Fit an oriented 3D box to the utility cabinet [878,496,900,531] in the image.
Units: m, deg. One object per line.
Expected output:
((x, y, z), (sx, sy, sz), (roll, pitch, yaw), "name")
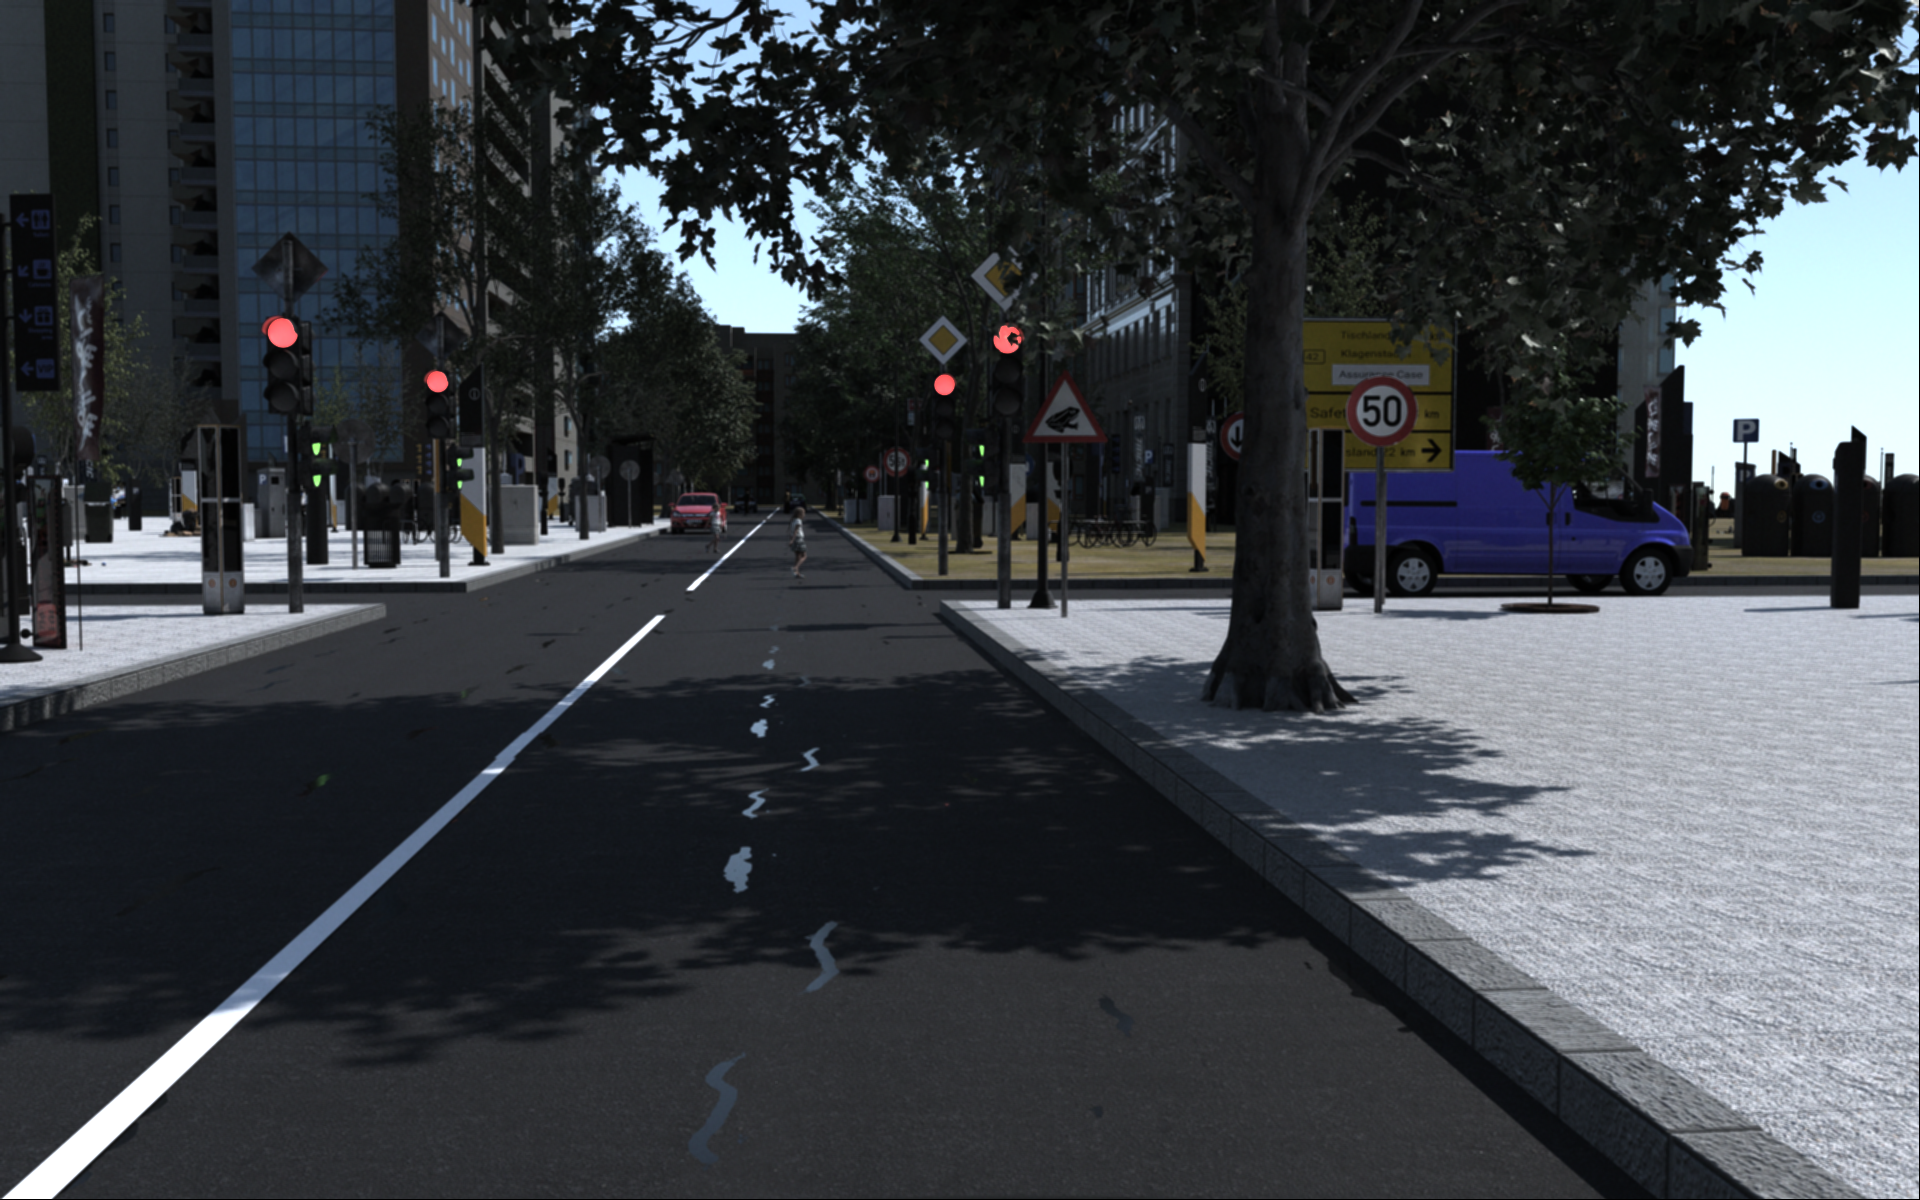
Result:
((-2.518, -3.054, 61.087), (0.306, 1.237, 1.020), (-3, 4, -36), "utility cabinet")

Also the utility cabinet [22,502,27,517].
((-50.933, -5.233, 94.233), (0.318, 1.500, 1.173), (1, 4, 16), "utility cabinet")

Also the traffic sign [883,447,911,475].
((-1.711, -2.870, 47.034), (0.768, 2.556, 0.104), (0, 4, -1), "traffic sign")

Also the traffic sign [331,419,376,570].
((-10.275, -1.788, 29.343), (0.768, 2.556, 0.104), (0, 4, 1), "traffic sign")

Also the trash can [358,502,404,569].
((-10.017, -1.122, 30.005), (0.748, 1.137, 0.748), (0, 3, 0), "trash can")

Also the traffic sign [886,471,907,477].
((-1.908, -3.204, 52.484), (0.768, 2.556, 0.104), (0, 4, 1), "traffic sign")

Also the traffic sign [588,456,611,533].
((-11.948, -3.503, 57.381), (0.768, 2.556, 0.104), (0, 4, 4), "traffic sign")

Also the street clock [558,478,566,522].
((-17.984, -4.505, 78.229), (0.358, 2.002, 0.471), (-1, 4, -21), "street clock")

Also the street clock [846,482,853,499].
((-6.057, -5.552, 95.343), (0.358, 2.002, 0.471), (-3, 5, -39), "street clock")

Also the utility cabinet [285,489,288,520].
((-32.398, -4.570, 83.398), (1.173, 1.500, 0.318), (1, 4, 9), "utility cabinet")

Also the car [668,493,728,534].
((-9.537, -3.318, 63.289), (2.155, 1.783, 4.494), (0, 4, -4), "car")

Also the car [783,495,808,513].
((-12.660, -7.369, 133.068), (1.945, 1.354, 3.894), (0, 4, -4), "car")

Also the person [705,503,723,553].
((-6.001, -1.763, 42.342), (0.382, 1.210, 0.505), (2, 4, 23), "person")

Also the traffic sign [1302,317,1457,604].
((4.601, -1.601, 20.046), (2.265, 3.308, 0.079), (0, 4, -3), "traffic sign")

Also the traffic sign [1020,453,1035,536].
((1.891, -3.230, 52.924), (0.768, 2.556, 0.104), (0, 4, -5), "traffic sign")

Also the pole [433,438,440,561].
((-9.983, -2.405, 33.172), (0.158, 3.312, 0.155), (0, 3, 0), "pole")

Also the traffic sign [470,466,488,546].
((-12.008, -2.597, 42.470), (0.884, 2.594, 0.081), (0, 4, -4), "traffic sign")

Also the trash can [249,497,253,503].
((-33.115, -4.189, 80.145), (0.748, 1.137, 0.748), (0, 3, 0), "trash can")

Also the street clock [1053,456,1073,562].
((1.956, -1.733, 32.911), (0.358, 2.002, 0.471), (2, 4, 26), "street clock")

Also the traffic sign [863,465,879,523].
((-3.901, -4.698, 76.914), (0.768, 2.556, 0.104), (0, 3, 0), "traffic sign")

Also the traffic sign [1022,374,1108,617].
((1.084, -1.097, 17.948), (0.884, 2.594, 0.081), (0, 4, 2), "traffic sign")

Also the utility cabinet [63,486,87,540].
((-24.580, -2.388, 47.720), (1.173, 1.500, 0.318), (-2, 4, -34), "utility cabinet")

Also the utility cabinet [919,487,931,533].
((-1.137, -2.949, 56.894), (0.318, 1.500, 1.173), (0, 4, 3), "utility cabinet")

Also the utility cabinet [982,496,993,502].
((0.568, -2.837, 57.540), (1.020, 1.237, 0.306), (1, 4, 16), "utility cabinet")

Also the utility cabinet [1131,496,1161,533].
((6.112, -2.801, 56.959), (1.020, 1.237, 0.306), (-2, 4, -31), "utility cabinet")

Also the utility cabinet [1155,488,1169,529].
((7.207, -3.357, 63.571), (0.318, 1.500, 1.173), (-2, 4, -27), "utility cabinet")

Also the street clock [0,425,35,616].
((-9.997, -0.839, 18.291), (0.471, 2.002, 0.358), (2, 4, 29), "street clock")

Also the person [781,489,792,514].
((-12.432, -7.090, 124.515), (0.705, 1.812, 1.348), (2, 4, 28), "person")

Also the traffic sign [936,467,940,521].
((-1.032, -5.027, 82.188), (0.884, 2.594, 0.081), (0, 4, 1), "traffic sign")

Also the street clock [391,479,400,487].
((-27.851, -4.954, 85.569), (0.471, 2.002, 0.358), (-2, 4, -29), "street clock")

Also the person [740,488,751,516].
((-14.289, -6.579, 115.698), (0.705, 1.869, 1.348), (-3, 4, -36), "person")

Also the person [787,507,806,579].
((-2.826, -0.977, 29.490), (0.382, 1.210, 0.505), (-2, 4, -29), "person")

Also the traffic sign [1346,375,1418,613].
((4.516, -1.133, 18.629), (0.768, 2.556, 0.104), (0, 4, 2), "traffic sign")

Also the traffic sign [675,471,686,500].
((-13.909, -5.156, 85.489), (0.795, 2.450, 0.064), (0, 4, -1), "traffic sign")

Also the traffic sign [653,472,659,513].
((-17.451, -6.008, 98.338), (0.768, 2.556, 0.104), (0, 4, -2), "traffic sign")

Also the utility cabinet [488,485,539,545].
((-11.139, -2.112, 43.213), (1.173, 1.500, 0.318), (0, 4, 6), "utility cabinet")

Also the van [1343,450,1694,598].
((7.657, -1.231, 24.518), (5.245, 2.365, 2.240), (0, 4, -7), "van")

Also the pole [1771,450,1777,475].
((37.400, -5.247, 79.633), (0.158, 3.312, 0.155), (0, 3, 0), "pole")

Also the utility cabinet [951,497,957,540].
((-0.042, -2.273, 48.317), (0.306, 1.237, 1.020), (1, 4, 9), "utility cabinet")

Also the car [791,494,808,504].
((-15.384, -9.261, 163.219), (2.131, 1.459, 4.920), (0, 4, -5), "car")

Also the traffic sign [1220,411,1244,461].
((4.385, -1.632, 26.787), (0.768, 2.556, 0.104), (0, 4, -5), "traffic sign")

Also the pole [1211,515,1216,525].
((10.678, -4.840, 72.975), (0.158, 3.312, 0.155), (0, 3, 0), "pole")

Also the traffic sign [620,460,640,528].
((-12.400, -3.970, 65.021), (0.768, 2.556, 0.104), (0, 4, 3), "traffic sign")

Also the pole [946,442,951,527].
((-0.444, -4.549, 68.227), (0.158, 3.312, 0.155), (0, 3, 0), "pole")

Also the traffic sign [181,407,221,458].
((-11.205, -1.585, 25.916), (0.884, 2.594, 0.081), (0, 4, -3), "traffic sign")

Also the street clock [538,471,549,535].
((-13.058, -3.043, 54.320), (0.358, 2.002, 0.471), (-2, 4, -25), "street clock")

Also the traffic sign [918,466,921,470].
((-1.523, -4.643, 76.017), (0.768, 2.556, 0.104), (0, 4, -5), "traffic sign")

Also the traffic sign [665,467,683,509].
((-13.902, -5.147, 84.164), (0.884, 2.594, 0.081), (0, 4, -5), "traffic sign")

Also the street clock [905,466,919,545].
((-1.212, -2.416, 44.066), (0.358, 2.002, 0.471), (0, 4, 4), "street clock")

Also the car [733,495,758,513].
((-16.387, -7.334, 132.486), (1.945, 1.354, 3.894), (0, 4, -6), "car")
